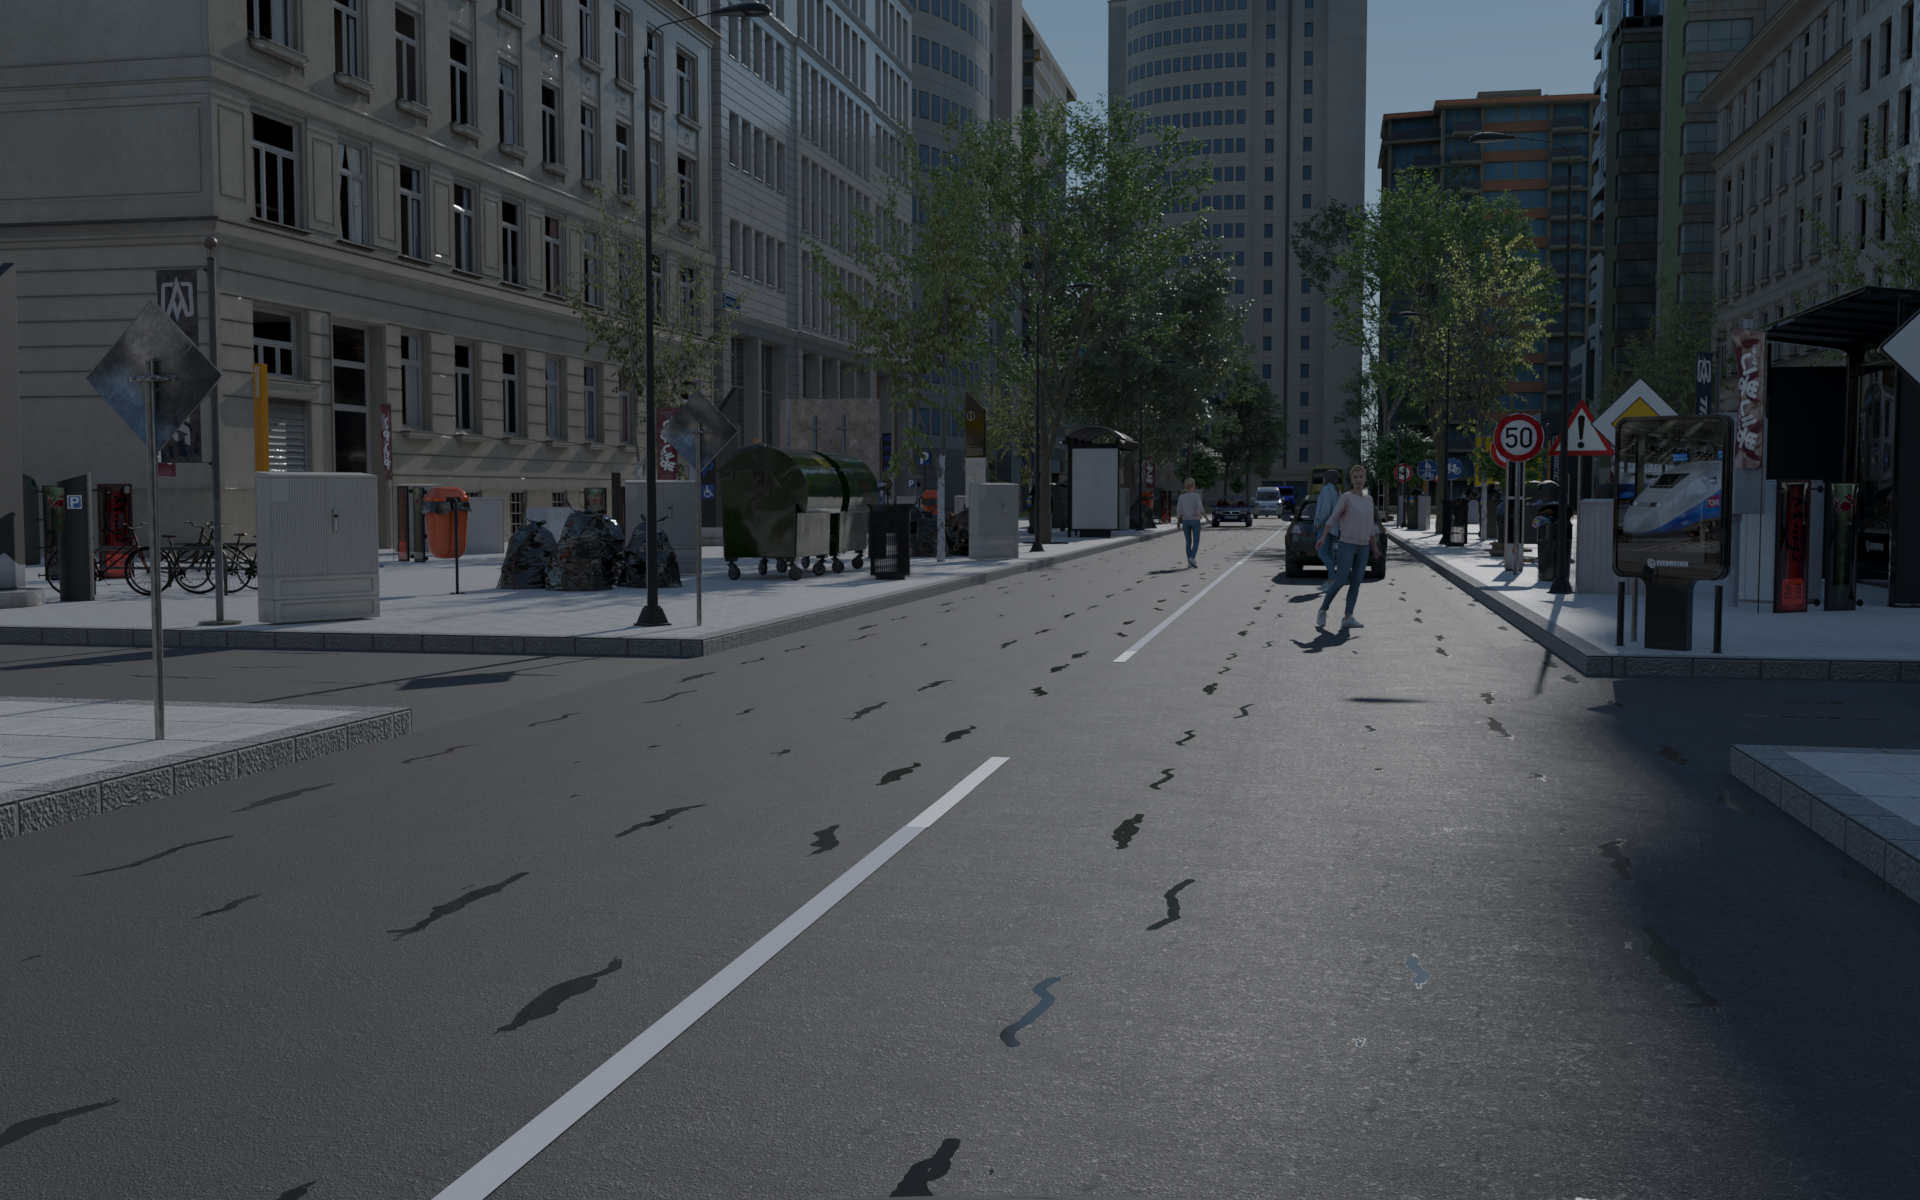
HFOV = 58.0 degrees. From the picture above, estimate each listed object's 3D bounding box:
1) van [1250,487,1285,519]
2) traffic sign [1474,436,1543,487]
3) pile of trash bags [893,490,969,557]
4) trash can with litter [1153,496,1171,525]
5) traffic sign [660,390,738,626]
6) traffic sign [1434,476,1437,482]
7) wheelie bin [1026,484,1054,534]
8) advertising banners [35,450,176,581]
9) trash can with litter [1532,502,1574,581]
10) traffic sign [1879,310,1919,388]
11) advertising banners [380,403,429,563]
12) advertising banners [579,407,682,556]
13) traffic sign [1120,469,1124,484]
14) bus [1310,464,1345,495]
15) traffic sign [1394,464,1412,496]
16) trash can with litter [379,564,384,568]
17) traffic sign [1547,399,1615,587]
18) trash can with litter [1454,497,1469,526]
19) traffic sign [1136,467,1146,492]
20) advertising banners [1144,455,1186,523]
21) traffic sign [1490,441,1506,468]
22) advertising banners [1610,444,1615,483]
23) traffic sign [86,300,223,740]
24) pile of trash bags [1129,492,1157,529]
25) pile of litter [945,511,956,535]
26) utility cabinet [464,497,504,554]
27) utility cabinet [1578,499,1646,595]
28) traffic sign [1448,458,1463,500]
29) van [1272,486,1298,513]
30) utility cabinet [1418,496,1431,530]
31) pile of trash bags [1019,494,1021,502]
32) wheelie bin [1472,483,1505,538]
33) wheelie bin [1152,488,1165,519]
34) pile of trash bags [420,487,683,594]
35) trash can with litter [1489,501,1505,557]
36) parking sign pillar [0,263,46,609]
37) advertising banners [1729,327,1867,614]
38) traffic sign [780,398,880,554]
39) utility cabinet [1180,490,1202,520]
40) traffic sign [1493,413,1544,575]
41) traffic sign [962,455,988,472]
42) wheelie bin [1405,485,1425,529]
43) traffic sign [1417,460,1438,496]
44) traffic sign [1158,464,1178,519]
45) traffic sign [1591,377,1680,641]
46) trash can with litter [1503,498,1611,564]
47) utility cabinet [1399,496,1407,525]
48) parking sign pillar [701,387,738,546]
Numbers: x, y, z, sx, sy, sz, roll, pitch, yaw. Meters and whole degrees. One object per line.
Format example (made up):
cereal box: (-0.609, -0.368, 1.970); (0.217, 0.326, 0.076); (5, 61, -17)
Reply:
van: (18.174, -5.827, 102.275); (2.013, 2.044, 4.112); (1, 4, 10)
traffic sign: (19.011, -4.049, 60.071); (2.265, 3.308, 0.079); (1, 4, 18)
pile of trash bags: (-0.434, -1.661, 36.908); (1.912, 1.369, 3.447); (-1, 4, -10)
trash can with litter: (8.061, -3.812, 73.387); (1.678, 1.210, 2.233); (-3, 4, -38)
traffic sign: (-2.537, -0.805, 16.811); (0.795, 2.450, 0.064); (1, 4, 12)
traffic sign: (23.766, -5.227, 85.563); (0.768, 2.556, 0.104); (1, 4, 16)
wheelie bin: (2.628, -2.936, 55.913); (0.980, 1.594, 0.693); (-3, 4, -39)
advertising banners: (-12.788, -1.831, 26.121); (2.074, 3.025, 0.090); (-3, 4, -38)
trash can with litter: (8.766, -0.880, 25.781); (0.624, 1.170, 1.055); (1, 4, 10)
traffic sign: (4.225, -0.218, 7.213); (0.795, 2.450, 0.064); (1, 4, 12)
advertising banners: (-10.613, -2.252, 33.005); (0.090, 3.025, 2.074); (-3, 5, -40)
advertising banners: (-6.610, -2.365, 34.848); (2.074, 3.025, 0.090); (0, 4, -1)
traffic sign: (7.985, -5.304, 86.833); (0.768, 2.556, 0.104); (1, 4, 16)
bus: (29.710, -9.093, 140.219); (2.896, 3.916, 12.252); (1, 4, 12)
traffic sign: (18.557, -4.433, 72.591); (0.768, 2.556, 0.104); (1, 4, 16)
trash can with litter: (-10.807, -1.146, 29.790); (1.678, 1.210, 2.233); (-1, 4, -15)
traffic sign: (8.550, -1.462, 23.900); (0.884, 2.594, 0.081); (1, 4, 15)
trash can with litter: (19.920, -3.541, 69.289); (0.624, 1.170, 1.055); (0, 4, -8)
traffic sign: (8.721, -5.012, 81.949); (0.884, 2.594, 0.081); (1, 4, 21)
advertising banners: (9.127, -4.913, 76.511); (2.074, 3.025, 0.090); (0, 4, 3)
traffic sign: (11.003, -2.115, 34.684); (0.768, 2.556, 0.104); (1, 4, 17)
advertising banners: (17.032, -2.857, 42.896); (2.074, 3.025, 0.090); (0, 4, 5)
traffic sign: (-4.181, -0.327, 8.996); (0.795, 2.450, 0.064); (1, 4, 12)
pile of trash bags: (6.491, -3.357, 64.647); (1.912, 1.369, 3.447); (2, 4, 26)
pile of litter: (-0.440, -1.808, 43.531); (1.719, 0.858, 1.176); (-2, 4, -29)
utility cabinet: (-10.366, -1.602, 37.348); (1.020, 1.237, 0.306); (-1, 4, -16)
utility cabinet: (8.471, -0.673, 22.163); (1.020, 1.237, 0.306); (2, 4, 33)
traffic sign: (17.392, -3.744, 61.312); (0.768, 2.556, 0.104); (1, 4, 13)
van: (24.502, -7.776, 131.525); (2.240, 2.365, 5.245); (1, 4, 11)
utility cabinet: (16.638, -3.112, 62.041); (0.306, 1.237, 1.020); (2, 4, 24)
pile of trash bags: (1.351, -4.563, 84.356); (3.447, 1.369, 1.912); (-1, 4, -23)
wheelie bin: (15.450, -2.596, 50.347); (0.693, 1.594, 0.980); (2, 4, 31)
wheelie bin: (10.147, -4.925, 88.436); (0.980, 1.594, 0.693); (3, 5, 44)
pile of trash bags: (-5.575, -0.829, 23.311); (3.447, 1.369, 1.912); (-3, 5, -43)
trash can with litter: (11.317, -1.489, 35.736); (0.624, 1.170, 1.055); (2, 4, 33)
parking sign pillar: (-11.256, -1.907, 19.654); (1.447, 3.967, 1.447); (0, 4, 5)
advertising banners: (9.007, -1.374, 18.649); (2.074, 3.025, 0.090); (-2, 4, -24)
traffic sign: (-2.802, -2.642, 37.069); (2.265, 3.308, 0.079); (1, 4, 16)
utility cabinet: (11.398, -4.692, 85.392); (1.173, 1.500, 0.318); (-2, 4, -34)
traffic sign: (8.803, -1.666, 27.353); (0.768, 2.556, 0.104); (1, 4, 13)
traffic sign: (0.421, -3.070, 50.296); (0.768, 2.556, 0.104); (1, 4, 18)
wheelie bin: (16.601, -3.382, 63.208); (0.693, 1.594, 0.980); (1, 4, 12)
traffic sign: (17.270, -3.905, 63.953); (0.768, 2.556, 0.104); (1, 4, 17)
traffic sign: (8.965, -4.573, 74.774); (0.884, 2.594, 0.081); (1, 4, 17)
traffic sign: (5.870, -0.696, 15.028); (0.795, 2.450, 0.064); (1, 4, 12)
trash can with litter: (11.108, -1.301, 32.330); (2.233, 1.210, 1.678); (0, 4, 1)
utility cabinet: (18.508, -3.721, 72.001); (0.306, 1.237, 1.020); (2, 4, 32)
parking sign pillar: (-6.007, -3.350, 43.250); (1.447, 3.967, 1.447); (1, 4, 18)
